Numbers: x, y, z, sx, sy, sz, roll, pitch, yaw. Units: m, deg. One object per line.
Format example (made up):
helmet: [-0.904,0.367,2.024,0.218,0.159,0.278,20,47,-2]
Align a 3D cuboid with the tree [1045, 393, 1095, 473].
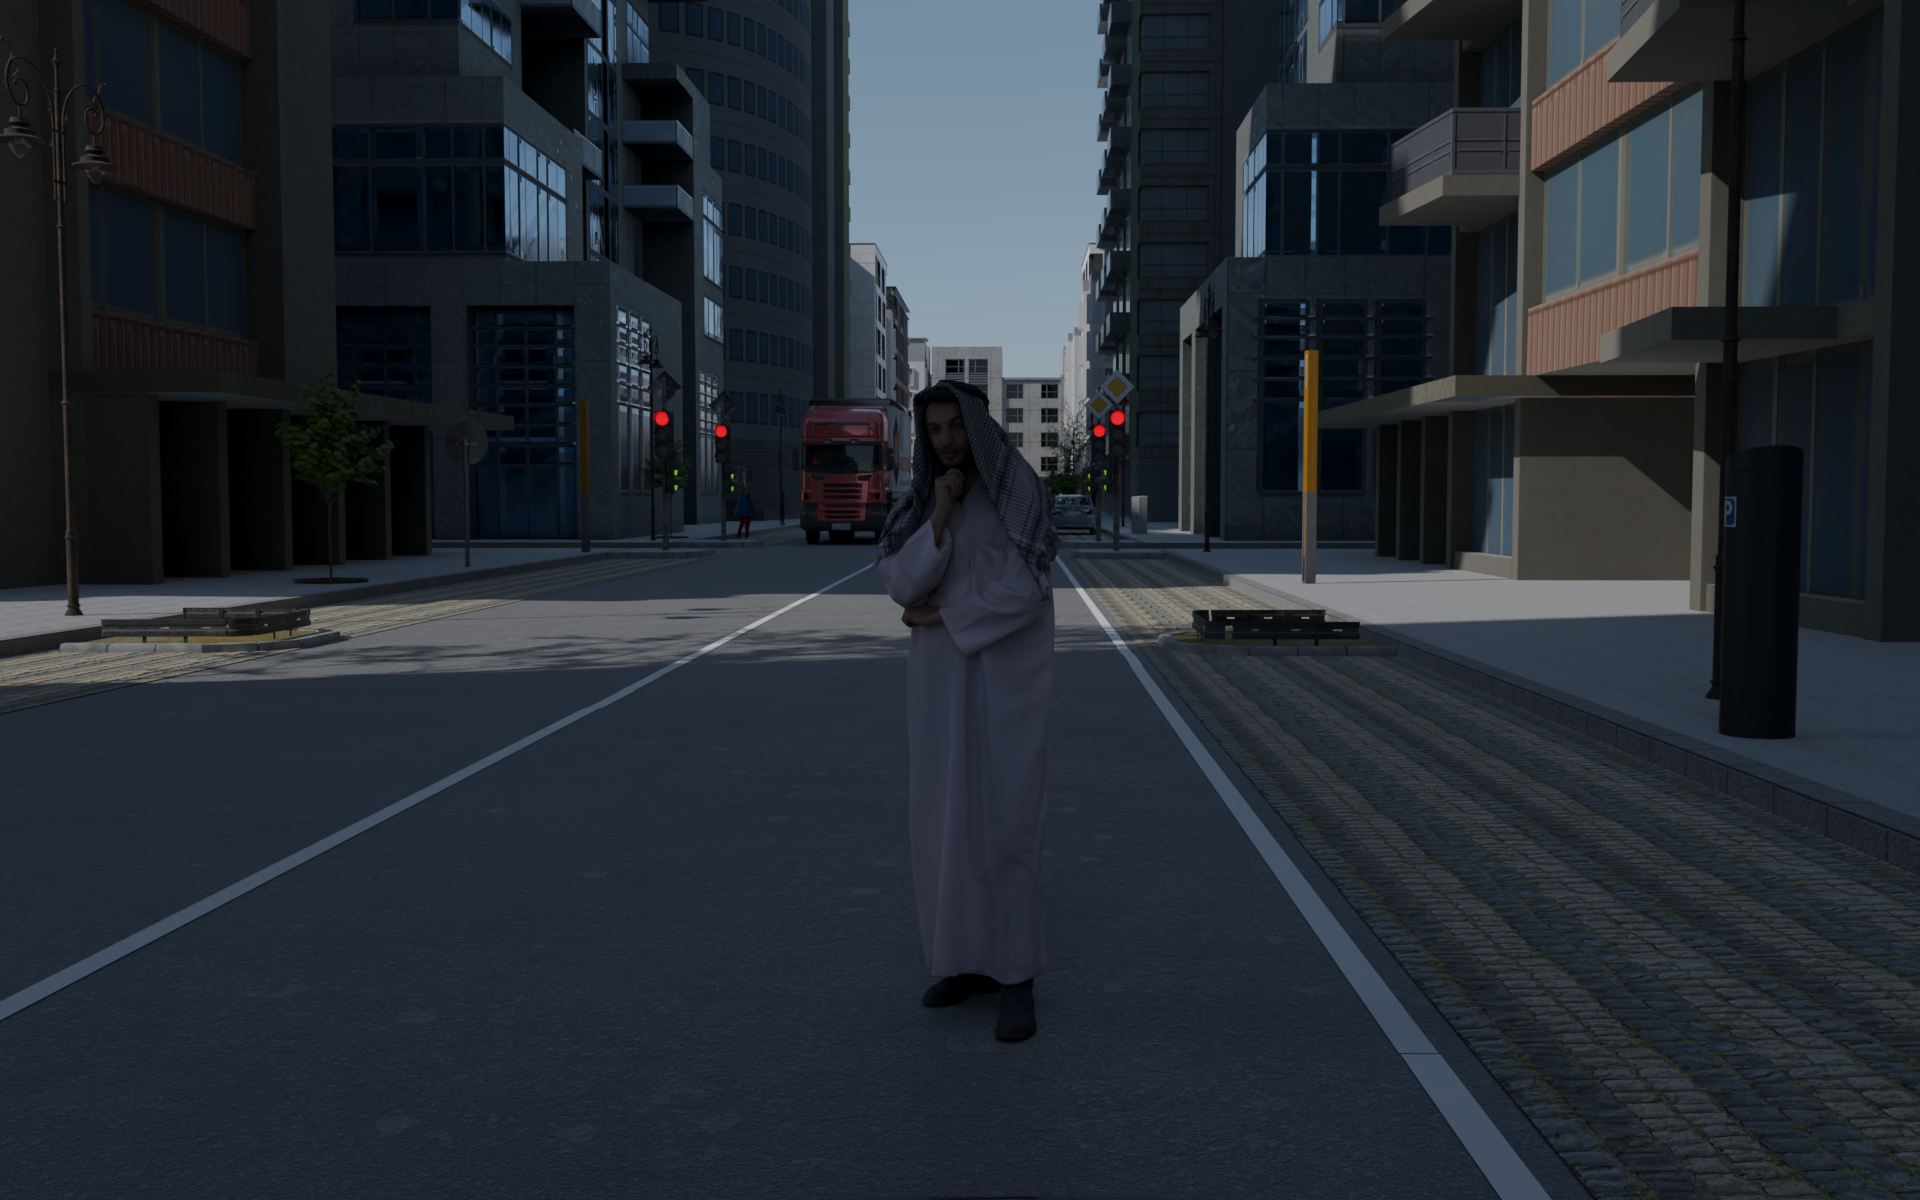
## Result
tree: [8.253,-10.690,125.142,4.360,8.622,3.978,0,3,0]

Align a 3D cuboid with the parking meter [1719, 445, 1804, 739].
parking meter: [4.248,-0.048,9.188,0.372,1.533,0.369,0,3,0]

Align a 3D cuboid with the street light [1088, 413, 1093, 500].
street light: [7.206,-7.453,94.652,0.468,5.910,1.993,0,4,2]

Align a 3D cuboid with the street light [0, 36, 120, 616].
street light: [-9.369,-2.773,18.134,0.468,5.910,1.993,0,4,2]

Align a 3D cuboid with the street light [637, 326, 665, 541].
street light: [-8.486,-4.582,47.704,0.468,5.910,1.993,0,4,2]

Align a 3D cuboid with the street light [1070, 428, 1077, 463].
street light: [7.957,-9.110,121.728,0.468,5.910,1.993,0,4,2]

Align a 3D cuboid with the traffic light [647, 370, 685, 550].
traffic light: [-6.685,-3.083,39.321,0.839,4.253,0.868,0,4,2]

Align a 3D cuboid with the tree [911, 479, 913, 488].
tree: [-4.623,-11.514,182.850,1.663,3.219,1.824,0,3,0]

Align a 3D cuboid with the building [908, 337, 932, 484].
building: [-9.463,-21.975,215.707,11.380,20.091,16.016,0,4,2]

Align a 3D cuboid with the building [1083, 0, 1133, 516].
building: [19.868,-29.740,105.855,23.786,49.044,30.456,0,4,2]

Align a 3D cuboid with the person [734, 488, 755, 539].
person: [-6.519,-2.586,52.489,0.593,1.614,0.444,0,4,7]

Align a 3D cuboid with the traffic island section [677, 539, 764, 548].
traffic island section: [-6.492,-1.539,47.439,2.009,0.180,2.903,0,4,2]

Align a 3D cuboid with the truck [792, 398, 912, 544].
truck: [-3.091,-3.918,52.971,2.839,4.237,11.283,0,4,2]

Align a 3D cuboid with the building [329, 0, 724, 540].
building: [-20.371,-45.792,61.372,22.319,86.520,31.000,0,4,2]

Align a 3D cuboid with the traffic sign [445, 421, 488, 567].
traffic sign: [-8.661,-1.852,30.385,0.768,2.556,0.104,0,4,5]

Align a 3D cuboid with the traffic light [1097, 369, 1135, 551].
traffic light: [3.513,-3.065,39.041,0.839,4.253,0.868,0,4,2]

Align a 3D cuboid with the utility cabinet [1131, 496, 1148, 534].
utility cabinet: [5.785,-2.738,55.920,0.306,1.237,1.020,0,4,-8]

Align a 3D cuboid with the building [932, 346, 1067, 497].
building: [12.580,-21.363,215.744,31.486,18.905,16.747,0,4,2]

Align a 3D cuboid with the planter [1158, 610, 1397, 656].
planter: [2.877,0.302,16.205,1.991,0.319,1.994,0,4,2]

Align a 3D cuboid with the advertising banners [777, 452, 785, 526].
advertising banners: [-7.364,-4.593,71.283,0.090,3.025,2.074,-1,4,-12]

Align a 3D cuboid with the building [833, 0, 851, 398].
building: [-14.805,-26.299,113.591,14.154,41.232,14.086,0,4,2]

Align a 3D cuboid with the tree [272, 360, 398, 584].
tree: [-9.007,-1.866,25.106,1.663,3.219,1.824,0,3,0]

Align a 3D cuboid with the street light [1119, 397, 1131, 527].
street light: [6.419,-5.823,67.994,0.468,5.910,1.993,0,4,2]

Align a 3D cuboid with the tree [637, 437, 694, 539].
tree: [-8.549,-3.407,50.310,1.663,3.219,1.824,0,3,0]

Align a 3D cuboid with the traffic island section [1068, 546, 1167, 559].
traffic island section: [3.552,-1.032,39.154,2.009,0.180,2.903,0,4,2]

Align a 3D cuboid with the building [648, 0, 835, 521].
building: [-18.602,-33.623,91.742,21.231,58.520,28.212,0,4,2]

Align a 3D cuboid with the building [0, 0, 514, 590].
building: [-24.666,-22.780,27.073,28.867,44.769,22.147,0,4,2]

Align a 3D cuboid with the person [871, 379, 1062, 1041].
person: [0.018,0.268,4.788,0.551,1.740,0.621,1,4,9]

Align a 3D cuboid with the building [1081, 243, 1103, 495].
building: [24.877,-19.135,156.832,27.936,21.610,32.646,0,4,2]

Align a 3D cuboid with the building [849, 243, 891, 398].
building: [-20.880,-18.068,139.380,27.936,21.610,32.646,0,4,2]

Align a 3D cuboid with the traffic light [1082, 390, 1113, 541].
traffic light: [3.745,-3.554,47.023,0.839,4.253,0.868,0,4,2]

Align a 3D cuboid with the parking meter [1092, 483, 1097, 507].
parking meter: [6.892,-5.085,88.855,0.255,1.863,0.399,0,4,-2]

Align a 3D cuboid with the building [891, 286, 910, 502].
building: [-22.191,-20.842,184.737,32.646,21.610,27.936,0,4,2]

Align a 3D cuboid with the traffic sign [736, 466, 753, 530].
traffic sign: [-7.745,-3.683,62.352,0.606,2.300,0.079,0,4,6]

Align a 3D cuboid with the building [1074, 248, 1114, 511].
building: [17.329,-17.046,135.116,16.016,20.091,11.380,0,4,2]

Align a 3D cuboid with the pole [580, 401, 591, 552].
pole: [-8.247,-2.706,38.093,0.158,3.312,0.155,0,3,0]

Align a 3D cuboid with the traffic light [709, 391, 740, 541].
traffic light: [-6.452,-3.571,47.303,0.839,4.253,0.868,0,4,2]

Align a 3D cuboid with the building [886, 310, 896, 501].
building: [-13.887,-18.641,161.204,16.016,20.091,11.380,0,4,2]

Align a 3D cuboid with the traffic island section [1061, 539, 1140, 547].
traffic island section: [3.785,-1.520,47.136,2.009,0.180,2.903,0,4,2]

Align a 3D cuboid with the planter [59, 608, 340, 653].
planter: [-7.075,0.284,16.500,1.991,0.319,1.994,0,4,2]

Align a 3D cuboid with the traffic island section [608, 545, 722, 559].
traffic island section: [-6.725,-1.051,39.457,2.009,0.180,2.903,0,4,2]

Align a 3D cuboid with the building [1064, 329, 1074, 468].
building: [18.923,-19.749,179.308,16.016,20.091,11.380,0,4,2]

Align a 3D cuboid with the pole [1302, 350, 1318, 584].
pole: [4.998,-1.888,24.718,0.158,3.312,0.155,0,3,0]

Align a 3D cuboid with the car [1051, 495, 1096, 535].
car: [4.012,-3.043,61.749,2.014,1.417,4.499,0,4,3]

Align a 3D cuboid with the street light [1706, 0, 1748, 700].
street light: [4.775,-2.318,10.687,0.468,5.910,1.993,0,4,2]

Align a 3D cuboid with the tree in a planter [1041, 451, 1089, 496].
tree in a planter: [4.498,-4.565,71.867,1.991,3.239,1.994,0,4,2]

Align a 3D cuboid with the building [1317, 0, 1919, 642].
building: [17.825,-22.448,21.647,22.147,44.769,28.867,0,4,2]

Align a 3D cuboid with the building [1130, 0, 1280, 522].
building: [15.263,-24.489,83.988,14.154,41.232,14.086,0,4,2]

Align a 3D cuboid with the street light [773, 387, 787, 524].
street light: [-7.773,-6.258,75.104,0.468,5.910,1.993,0,4,2]

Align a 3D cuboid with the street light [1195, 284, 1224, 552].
street light: [5.484,-4.005,38.277,0.468,5.910,1.993,0,4,2]

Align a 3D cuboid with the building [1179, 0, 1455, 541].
building: [23.067,-45.434,55.520,31.000,86.520,22.319,0,4,2]
